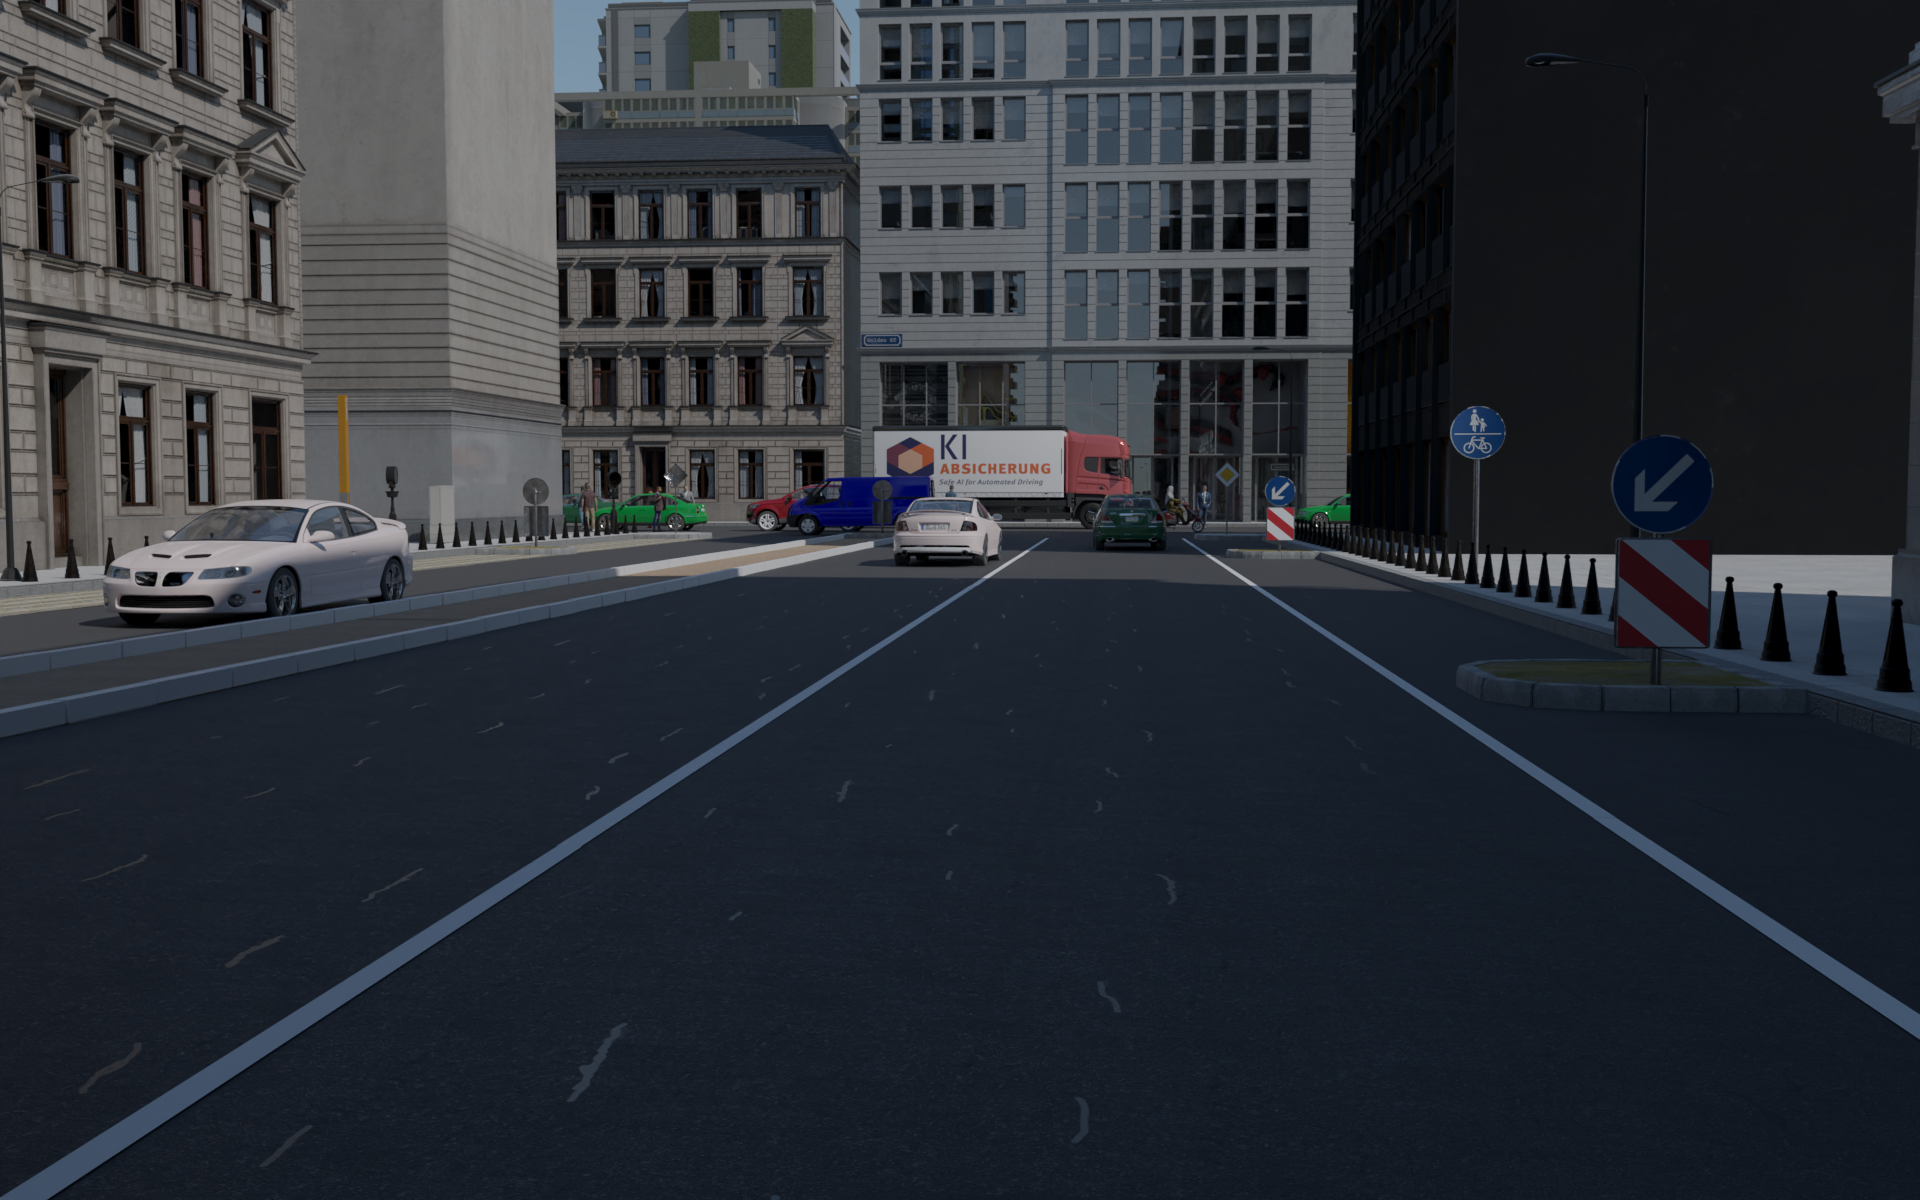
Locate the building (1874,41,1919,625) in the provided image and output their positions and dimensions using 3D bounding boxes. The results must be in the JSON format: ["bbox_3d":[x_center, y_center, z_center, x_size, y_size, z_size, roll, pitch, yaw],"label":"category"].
[{"bbox_3d":[13.710,-10.046,15.163,10.553,20.767,40.483,0,4,5],"label":"building"}]

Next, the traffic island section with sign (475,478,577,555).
[{"bbox_3d":[-10.276,-2.003,41.384,1.989,1.847,2.006,0,4,5],"label":"traffic island section with sign"}]

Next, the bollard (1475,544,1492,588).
[{"bbox_3d":[7.209,-0.465,23.639,0.229,0.601,0.229,0,3,0],"label":"bollard"}]

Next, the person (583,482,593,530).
[{"bbox_3d":[-14.945,-3.782,69.691,0.474,1.900,0.648,-1,4,-19],"label":"person"}]

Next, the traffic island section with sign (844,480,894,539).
[{"bbox_3d":[-2.599,-2.928,56.011,2.006,1.907,1.989,0,4,5],"label":"traffic island section with sign"}]

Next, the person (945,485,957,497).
[{"bbox_3d":[-0.296,-3.751,69.954,0.598,1.807,0.434,3,5,41],"label":"person"}]

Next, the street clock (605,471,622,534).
[{"bbox_3d":[-11.098,-3.115,55.505,0.471,2.002,0.358,-3,5,-42],"label":"street clock"}]

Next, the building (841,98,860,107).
[{"bbox_3d":[-7.313,-33.153,192.163,14.600,45.320,14.200,0,4,5],"label":"building"}]

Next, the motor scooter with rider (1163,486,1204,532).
[{"bbox_3d":[8.134,-3.414,64.782,1.986,1.779,0.876,0,4,6],"label":"motor scooter with rider"}]

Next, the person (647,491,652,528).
[{"bbox_3d":[-13.101,-3.796,72.836,0.388,1.546,0.482,1,4,19],"label":"person"}]

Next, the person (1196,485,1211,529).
[{"bbox_3d":[10.089,-3.870,71.950,0.721,1.800,0.419,0,4,-3],"label":"person"}]

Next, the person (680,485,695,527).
[{"bbox_3d":[-11.149,-3.800,70.758,0.709,1.813,0.853,-1,4,-9],"label":"person"}]

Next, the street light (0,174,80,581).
[{"bbox_3d":[-13.487,-3.231,25.373,1.470,5.913,1.316,0,4,5],"label":"street light"}]

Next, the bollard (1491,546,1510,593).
[{"bbox_3d":[7.112,-0.401,22.599,0.229,0.601,0.229,0,3,0],"label":"bollard"}]

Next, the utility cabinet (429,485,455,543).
[{"bbox_3d":[-13.492,-2.226,45.079,0.318,1.500,1.173,0,4,0],"label":"utility cabinet"}]

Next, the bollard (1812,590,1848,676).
[{"bbox_3d":[6.187,0.229,12.301,0.229,0.601,0.229,0,3,0],"label":"bollard"}]

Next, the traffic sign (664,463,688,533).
[{"bbox_3d":[-9.239,-3.221,56.309,0.795,2.450,0.064,0,4,5],"label":"traffic sign"}]

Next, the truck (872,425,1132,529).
[{"bbox_3d":[2.121,-5.066,71.737,11.283,4.237,2.839,0,4,7],"label":"truck"}]

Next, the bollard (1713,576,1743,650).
[{"bbox_3d":[6.373,0.103,14.354,0.229,0.601,0.229,0,3,0],"label":"bollard"}]

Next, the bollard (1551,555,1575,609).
[{"bbox_3d":[6.833,-0.212,19.502,0.229,0.601,0.229,0,3,0],"label":"bollard"}]

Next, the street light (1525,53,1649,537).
[{"bbox_3d":[6.663,-2.805,18.397,1.470,5.913,1.316,0,4,5],"label":"street light"}]

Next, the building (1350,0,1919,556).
[{"bbox_3d":[17.272,-13.081,43.559,12.332,23.373,15.834,0,4,5],"label":"building"}]

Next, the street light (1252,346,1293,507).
[{"bbox_3d":[9.871,-5.014,54.528,1.470,5.913,1.316,0,4,5],"label":"street light"}]

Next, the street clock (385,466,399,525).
[{"bbox_3d":[-14.768,-2.477,45.070,0.358,2.002,0.471,0,4,-7],"label":"street clock"}]

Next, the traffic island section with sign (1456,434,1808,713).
[{"bbox_3d":[4.651,-0.228,12.350,1.989,1.847,2.006,0,4,5],"label":"traffic island section with sign"}]

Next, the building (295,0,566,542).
[{"bbox_3d":[-22.026,-12.362,51.273,18.267,20.994,9.793,0,4,5],"label":"building"}]

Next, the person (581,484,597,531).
[{"bbox_3d":[-14.248,-3.544,66.565,0.598,1.807,0.434,-1,4,-8],"label":"person"}]

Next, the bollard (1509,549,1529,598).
[{"bbox_3d":[7.019,-0.338,21.567,0.229,0.601,0.229,0,3,0],"label":"bollard"}]

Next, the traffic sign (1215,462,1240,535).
[{"bbox_3d":[8.432,-3.123,54.706,0.795,2.450,0.064,0,4,5],"label":"traffic sign"}]

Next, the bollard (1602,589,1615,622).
[{"bbox_3d":[6.650,-0.086,17.447,0.229,0.601,0.229,0,3,0],"label":"bollard"}]

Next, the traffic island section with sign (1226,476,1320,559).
[{"bbox_3d":[7.071,-1.872,39.235,1.989,1.847,2.006,0,4,5],"label":"traffic island section with sign"}]

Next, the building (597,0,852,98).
[{"bbox_3d":[-27.359,-40.547,204.950,28.212,58.520,21.231,0,4,5],"label":"building"}]

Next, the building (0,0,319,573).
[{"bbox_3d":[-20.077,-10.113,29.980,10.561,19.102,19.286,0,4,5],"label":"building"}]

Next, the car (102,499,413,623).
[{"bbox_3d":[-8.189,-0.505,20.621,2.083,1.381,4.827,0,4,6],"label":"car"}]

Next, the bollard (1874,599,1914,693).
[{"bbox_3d":[6.093,0.291,11.276,0.229,0.601,0.229,0,3,0],"label":"bollard"}]

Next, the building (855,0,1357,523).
[{"bbox_3d":[10.611,-18.671,82.771,29.804,29.767,11.434,0,4,5],"label":"building"}]

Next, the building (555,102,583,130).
[{"bbox_3d":[-53.050,-35.733,207.929,21.600,48.544,21.300,0,4,5],"label":"building"}]

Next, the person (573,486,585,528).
[{"bbox_3d":[-15.757,-3.885,72.369,0.721,1.781,0.623,2,4,29],"label":"person"}]

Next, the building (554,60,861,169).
[{"bbox_3d":[-19.491,-28.610,159.648,32.217,40.220,23.993,0,4,5],"label":"building"}]

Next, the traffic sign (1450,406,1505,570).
[{"bbox_3d":[7.494,-1.531,25.137,0.768,2.556,0.104,1,4,10],"label":"traffic sign"}]

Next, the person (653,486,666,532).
[{"bbox_3d":[-11.252,-3.397,64.862,0.431,1.722,0.655,1,4,14],"label":"person"}]

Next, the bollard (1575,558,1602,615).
[{"bbox_3d":[6.744,-0.149,18.475,0.229,0.601,0.229,0,3,0],"label":"bollard"}]

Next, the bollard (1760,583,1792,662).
[{"bbox_3d":[6.285,0.166,13.323,0.229,0.601,0.229,0,3,0],"label":"bollard"}]

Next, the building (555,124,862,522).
[{"bbox_3d":[-13.886,-13.468,84.837,19.286,19.102,10.561,0,4,5],"label":"building"}]

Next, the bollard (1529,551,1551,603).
[{"bbox_3d":[6.928,-0.275,20.536,0.229,0.601,0.229,0,3,0],"label":"bollard"}]
